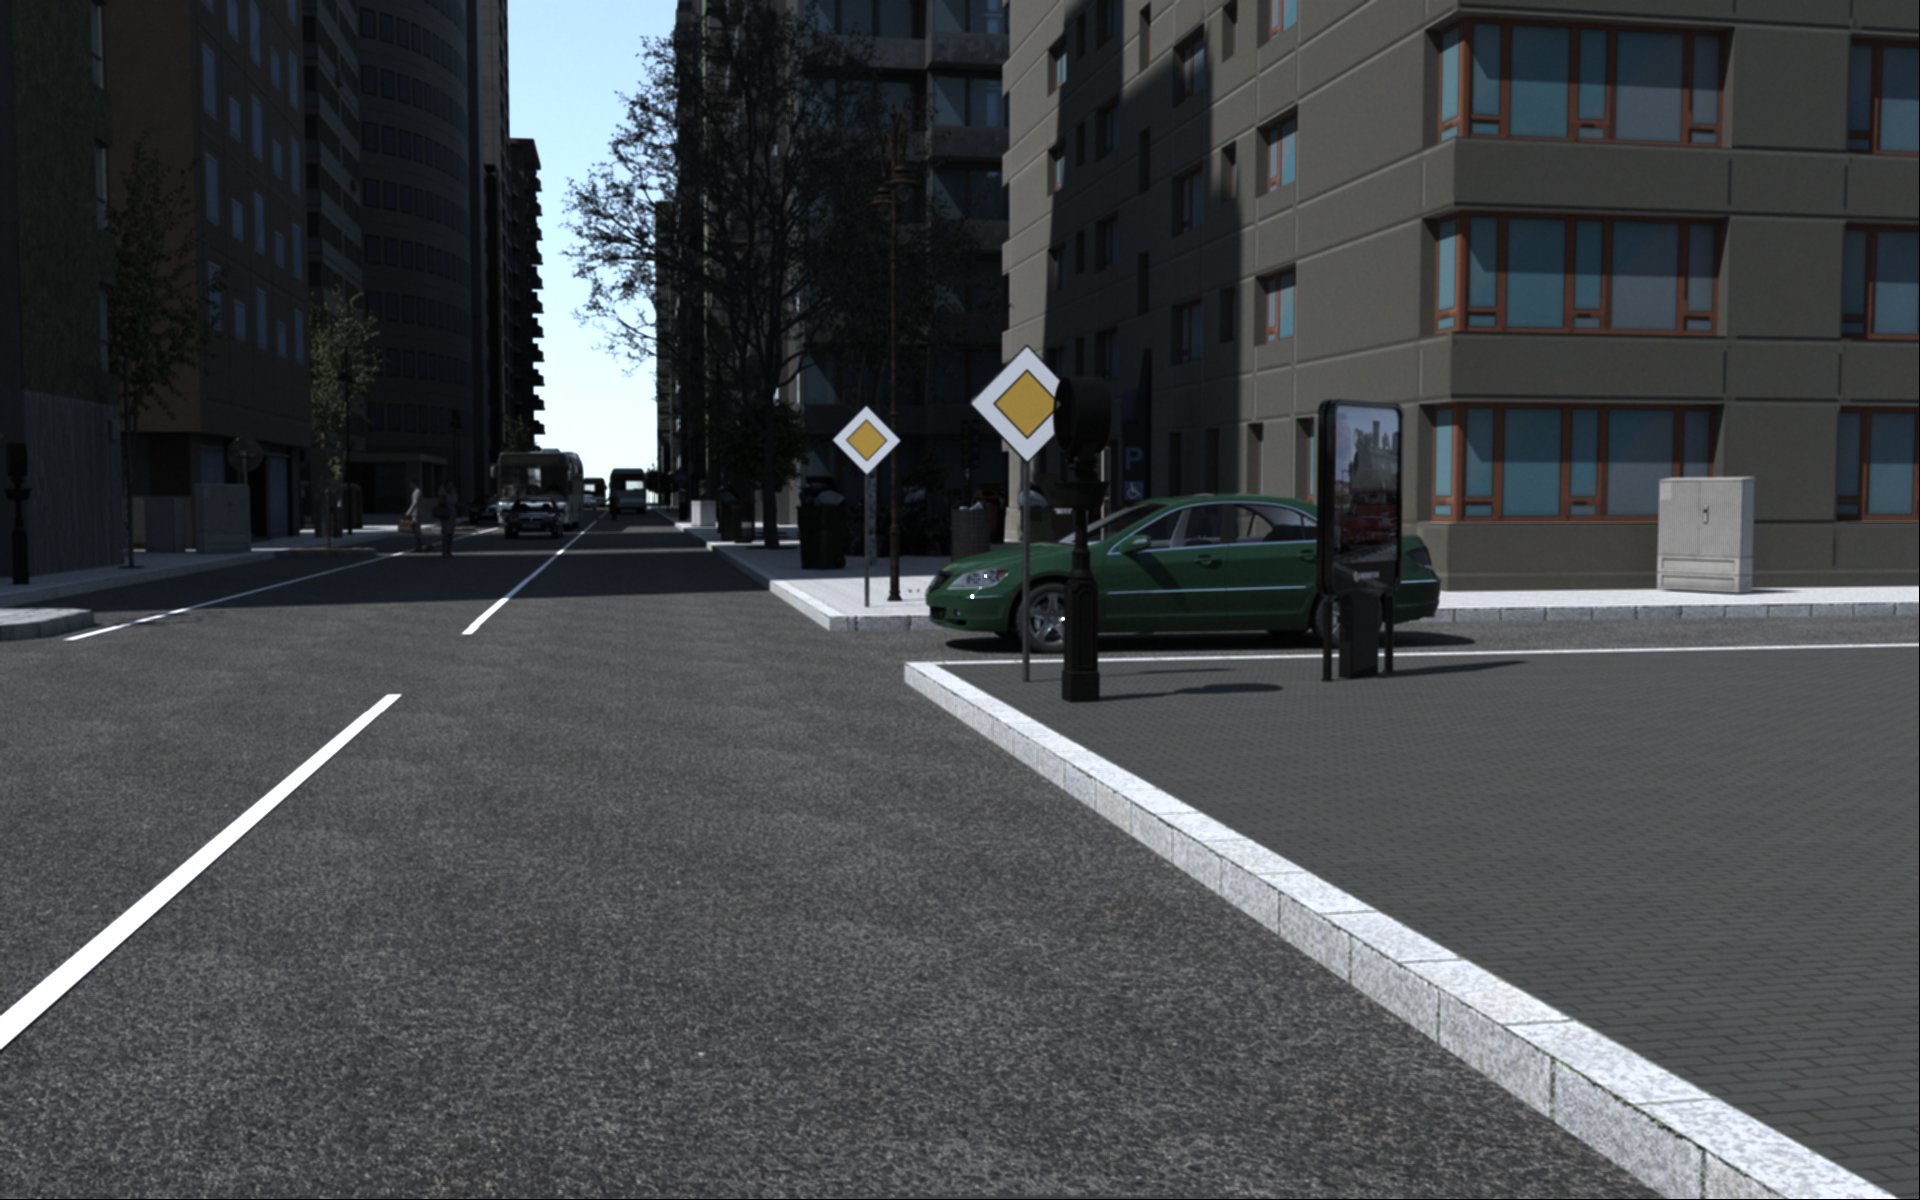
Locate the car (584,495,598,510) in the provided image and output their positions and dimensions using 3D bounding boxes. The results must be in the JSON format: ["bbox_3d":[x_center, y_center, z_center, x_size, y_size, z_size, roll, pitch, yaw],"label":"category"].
[{"bbox_3d":[-33.234,-8.646,153.716,2.083,1.381,4.827,-1,4,-12],"label":"car"}]

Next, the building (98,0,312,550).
[{"bbox_3d":[-25.449,-24.092,44.013,14.600,45.320,14.200,-1,4,-11],"label":"building"}]

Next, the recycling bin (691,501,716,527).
[{"bbox_3d":[-9.983,-3.356,67.429,0.722,1.027,0.722,-3,4,-39],"label":"recycling bin"}]

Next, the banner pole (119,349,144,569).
[{"bbox_3d":[-14.441,-2.452,30.107,0.401,3.779,0.863,-1,4,-22],"label":"banner pole"}]

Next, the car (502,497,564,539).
[{"bbox_3d":[-13.933,-2.698,56.689,1.945,1.354,3.894,-1,4,-11],"label":"car"}]

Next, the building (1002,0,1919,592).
[{"bbox_3d":[17.998,-11.825,38.386,28.899,21.520,27.650,-1,4,-11],"label":"building"}]

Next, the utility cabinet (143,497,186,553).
[{"bbox_3d":[-17.422,-1.639,37.953,1.020,1.237,0.306,2,4,30],"label":"utility cabinet"}]

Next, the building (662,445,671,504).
[{"bbox_3d":[-26.973,-55.609,221.871,22.319,86.520,31.000,-1,4,-11],"label":"building"}]

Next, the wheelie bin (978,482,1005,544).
[{"bbox_3d":[0.786,-2.264,44.927,0.980,1.594,0.693,2,4,30],"label":"wheelie bin"}]

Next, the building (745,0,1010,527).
[{"bbox_3d":[0.744,-28.177,80.300,23.786,49.044,30.456,-1,4,-11],"label":"building"}]

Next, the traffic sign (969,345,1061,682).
[{"bbox_3d":[0.448,-0.497,11.771,0.795,2.450,0.064,-1,4,-11],"label":"traffic sign"}]

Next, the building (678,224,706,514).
[{"bbox_3d":[-6.014,-17.160,125.599,27.650,21.520,28.899,-1,4,-11],"label":"building"}]

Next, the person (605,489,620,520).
[{"bbox_3d":[-19.090,-5.253,95.109,0.721,1.736,1.217,2,4,28],"label":"person"}]

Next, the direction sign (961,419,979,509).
[{"bbox_3d":[0.314,-3.724,52.882,0.379,3.537,0.876,-3,4,-37],"label":"direction sign"}]

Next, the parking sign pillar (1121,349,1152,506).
[{"bbox_3d":[3.237,-2.642,31.663,1.447,3.967,1.447,1,4,11],"label":"parking sign pillar"}]

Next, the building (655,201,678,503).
[{"bbox_3d":[-35.784,-34.305,244.478,14.154,41.232,14.086,-1,4,-11],"label":"building"}]

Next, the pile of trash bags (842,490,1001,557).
[{"bbox_3d":[-0.765,-1.628,36.363,3.447,1.369,1.912,-1,4,-22],"label":"pile of trash bags"}]

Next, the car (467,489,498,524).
[{"bbox_3d":[-22.665,-4.501,83.376,2.009,1.686,4.222,-1,4,-12],"label":"car"}]

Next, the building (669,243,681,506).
[{"bbox_3d":[-26.491,-26.242,200.752,14.160,30.474,14.107,-1,4,-11],"label":"building"}]

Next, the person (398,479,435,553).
[{"bbox_3d":[-13.297,-2.060,42.305,0.853,1.813,0.709,-1,4,-19],"label":"person"}]

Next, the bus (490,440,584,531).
[{"bbox_3d":[-16.768,-4.576,69.684,2.948,3.499,13.247,-1,4,-9],"label":"bus"}]

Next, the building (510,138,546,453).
[{"bbox_3d":[-61.360,-33.773,206.807,22.147,44.769,28.867,-1,4,-11],"label":"building"}]

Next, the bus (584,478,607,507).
[{"bbox_3d":[-40.169,-11.926,189.849,2.948,3.499,13.247,-1,4,-11],"label":"bus"}]

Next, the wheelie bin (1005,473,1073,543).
[{"bbox_3d":[1.288,-1.130,26.383,0.693,1.594,0.980,2,4,35],"label":"wheelie bin"}]

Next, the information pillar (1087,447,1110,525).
[{"bbox_3d":[2.141,-1.372,26.922,0.304,2.012,0.304,2,4,24],"label":"information pillar"}]

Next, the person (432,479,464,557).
[{"bbox_3d":[-11.656,-1.867,39.391,0.532,1.782,0.716,3,5,40],"label":"person"}]

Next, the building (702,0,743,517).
[{"bbox_3d":[-8.222,-25.635,102.733,14.154,41.232,14.086,-1,4,-11],"label":"building"}]

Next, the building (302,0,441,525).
[{"bbox_3d":[-39.728,-23.418,74.761,32.217,40.220,23.993,-1,4,-11],"label":"building"}]

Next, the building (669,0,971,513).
[{"bbox_3d":[-13.857,-32.673,153.810,23.786,49.044,30.456,-1,4,-11],"label":"building"}]

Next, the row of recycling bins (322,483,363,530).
[{"bbox_3d":[-22.656,-3.446,63.451,1.069,1.692,3.534,-1,4,-8],"label":"row of recycling bins"}]

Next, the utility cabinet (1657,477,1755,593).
[{"bbox_3d":[9.702,-0.850,22.572,0.318,1.500,1.173,-2,4,-34],"label":"utility cabinet"}]

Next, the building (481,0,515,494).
[{"bbox_3d":[-55.781,-45.485,181.926,20.563,71.187,20.611,-1,4,-11],"label":"building"}]

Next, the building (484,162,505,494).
[{"bbox_3d":[-45.807,-22.784,144.225,14.160,30.474,14.107,-1,4,-11],"label":"building"}]

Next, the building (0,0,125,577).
[{"bbox_3d":[-20.936,-20.728,22.497,14.154,41.232,14.086,-1,4,-11],"label":"building"}]

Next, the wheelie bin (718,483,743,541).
[{"bbox_3d":[-6.256,-2.405,47.223,0.693,1.594,0.980,-1,4,-9],"label":"wheelie bin"}]

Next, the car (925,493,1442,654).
[{"bbox_3d":[2.109,-0.293,16.596,4.920,1.459,2.131,-1,4,-10],"label":"car"}]

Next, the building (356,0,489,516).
[{"bbox_3d":[-40.110,-34.251,102.007,21.231,58.520,28.212,-1,4,-11],"label":"building"}]

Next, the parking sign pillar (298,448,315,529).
[{"bbox_3d":[-24.281,-4.585,63.432,1.447,3.967,1.447,0,4,5],"label":"parking sign pillar"}]

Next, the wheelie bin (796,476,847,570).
[{"bbox_3d":[-2.360,-1.326,29.587,0.980,1.594,0.693,3,4,36],"label":"wheelie bin"}]

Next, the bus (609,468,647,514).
[{"bbox_3d":[-24.932,-8.272,130.108,2.948,3.499,13.247,-1,4,-11],"label":"bus"}]

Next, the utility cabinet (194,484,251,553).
[{"bbox_3d":[-15.984,-1.768,37.580,0.318,1.500,1.173,2,4,30],"label":"utility cabinet"}]

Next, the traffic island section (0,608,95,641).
[{"bbox_3d":[-10.310,0.266,17.926,2.009,0.180,2.903,-1,4,-11],"label":"traffic island section"}]
